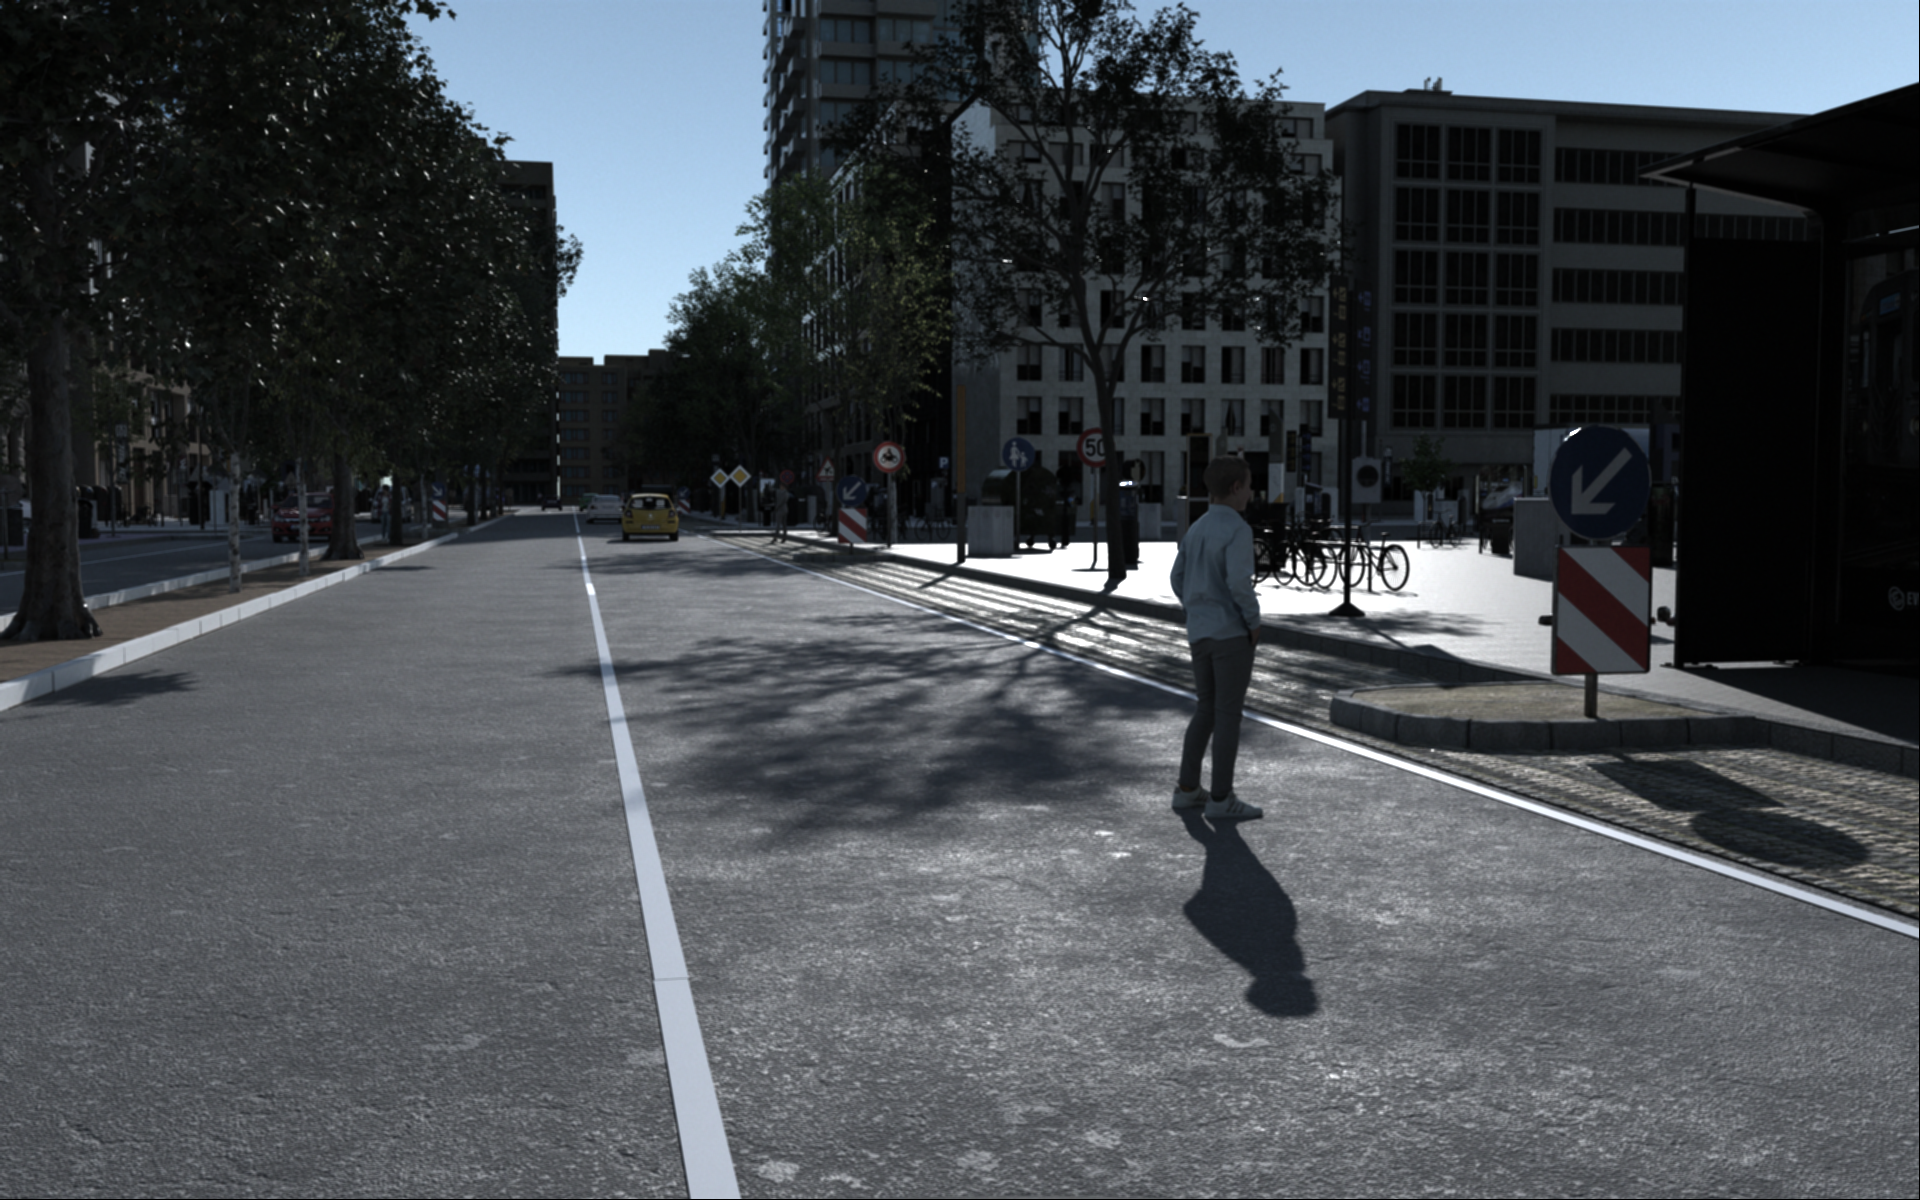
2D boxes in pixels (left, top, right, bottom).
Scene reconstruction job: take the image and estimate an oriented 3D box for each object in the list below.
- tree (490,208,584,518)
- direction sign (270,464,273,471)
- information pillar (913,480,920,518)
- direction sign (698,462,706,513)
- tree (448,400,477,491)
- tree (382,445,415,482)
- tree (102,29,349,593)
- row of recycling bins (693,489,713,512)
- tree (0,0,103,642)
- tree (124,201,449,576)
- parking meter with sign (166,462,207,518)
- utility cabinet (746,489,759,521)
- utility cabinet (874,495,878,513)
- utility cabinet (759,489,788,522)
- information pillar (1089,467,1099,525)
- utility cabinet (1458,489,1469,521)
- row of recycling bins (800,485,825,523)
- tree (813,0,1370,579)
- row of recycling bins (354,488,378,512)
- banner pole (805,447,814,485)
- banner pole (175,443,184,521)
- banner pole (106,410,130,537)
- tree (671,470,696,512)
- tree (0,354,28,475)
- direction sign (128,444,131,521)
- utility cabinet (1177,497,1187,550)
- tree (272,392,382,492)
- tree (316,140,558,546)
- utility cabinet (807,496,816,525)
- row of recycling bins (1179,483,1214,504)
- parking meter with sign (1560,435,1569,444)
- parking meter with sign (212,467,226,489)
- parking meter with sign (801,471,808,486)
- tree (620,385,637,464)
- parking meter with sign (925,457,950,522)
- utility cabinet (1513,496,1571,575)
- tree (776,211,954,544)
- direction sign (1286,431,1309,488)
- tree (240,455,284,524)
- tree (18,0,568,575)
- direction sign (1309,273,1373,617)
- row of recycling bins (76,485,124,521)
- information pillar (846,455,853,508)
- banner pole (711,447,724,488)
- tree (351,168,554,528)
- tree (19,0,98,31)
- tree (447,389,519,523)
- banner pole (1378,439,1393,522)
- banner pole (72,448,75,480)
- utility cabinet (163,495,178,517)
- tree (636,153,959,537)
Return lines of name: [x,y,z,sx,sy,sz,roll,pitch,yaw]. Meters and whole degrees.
tree: [-29.590,-15.066,104.673,12.611,20.169,13.585,0,3,0]
direction sign: [-44.843,-7.345,112.089,0.876,3.537,0.379,1,4,8]
information pillar: [-2.331,-5.445,93.510,0.304,2.012,0.304,1,4,14]
direction sign: [-17.642,-7.729,118.372,0.876,3.537,0.379,3,5,45]
tree: [-16.942,-6.228,54.655,4.737,8.622,4.395,0,3,0]
tree: [-42.642,-12.648,124.927,7.486,12.596,7.792,0,3,0]
tree: [-10.570,-4.419,25.071,4.360,8.622,3.978,0,3,0]
row of recycling bins: [-19.436,-7.536,130.324,1.069,1.692,3.534,-1,4,-15]
tree: [-9.060,-5.967,17.029,9.611,12.733,9.660,0,3,0]
tree: [-11.317,-4.700,29.659,4.737,8.622,4.395,0,3,0]
parking meter with sign: [-41.979,-5.969,93.850,1.738,3.016,0.543,-3,5,-45]
utility cabinet: [-9.625,-4.511,82.437,1.173,1.500,0.318,2,4,32]
utility cabinet: [-3.866,-4.713,88.217,1.020,1.237,0.306,0,4,-4]
utility cabinet: [-8.518,-4.333,79.525,1.173,1.500,0.318,-1,4,-18]
information pillar: [5.509,-4.868,70.946,0.183,3.616,0.504,-2,4,-28]
utility cabinet: [24.048,-4.533,82.798,0.318,1.500,1.173,0,4,4]
row of recycling bins: [-6.790,-4.348,78.211,1.069,1.692,3.534,-1,4,-13]
tree: [2.295,-5.626,26.406,8.767,10.594,7.601,-1,4,-21]
row of recycling bins: [-42.501,-7.095,123.111,3.534,1.692,1.069,1,4,13]
banner pole: [-8.066,-6.270,92.524,0.401,3.779,0.863,-3,5,-41]
banner pole: [-37.543,-5.705,83.294,0.401,3.779,0.863,-1,4,-11]
banner pole: [-25.178,-3.778,51.795,0.401,3.779,0.863,2,4,24]
tree: [-19.325,-7.803,122.186,1.663,3.219,1.824,0,3,0]
tree: [-23.781,-5.523,40.670,4.737,8.622,4.395,0,3,0]
direction sign: [-37.801,-5.309,78.795,0.379,3.537,0.876,-2,4,-30]
utility cabinet: [5.455,-1.783,40.314,0.306,1.237,1.020,3,5,42]
tree: [-34.950,-10.623,91.819,7.486,12.596,7.792,0,3,0]
tree: [-15.414,-7.284,47.303,9.928,11.665,9.643,0,3,0]
utility cabinet: [-6.207,-3.764,72.703,0.306,1.237,1.020,-1,4,-10]
row of recycling bins: [8.092,-3.089,57.617,1.069,1.692,3.534,0,4,-6]
parking meter with sign: [18.317,-3.376,51.451,0.543,3.016,1.738,2,4,34]
parking meter with sign: [-47.948,-7.066,111.795,0.543,3.016,1.738,0,4,6]
parking meter with sign: [-11.953,-8.311,132.143,0.543,3.016,1.738,0,4,1]
tree: [-9.435,-9.277,77.434,9.928,11.665,9.643,0,3,0]
parking meter with sign: [-1.079,-5.142,80.333,0.543,3.016,1.738,2,4,25]
utility cabinet: [9.317,-0.997,27.456,1.020,1.237,0.306,1,4,12]
tree: [-1.902,-5.742,44.250,4.360,8.622,3.978,0,3,0]
direction sign: [12.075,-4.269,61.790,0.876,3.537,0.379,0,4,2]
tree: [-30.197,-4.935,75.292,1.663,3.219,1.824,0,3,0]
tree: [-13.494,-7.226,37.604,9.611,12.733,9.660,0,3,0]
direction sign: [4.088,-1.602,18.195,0.379,3.537,0.876,3,5,41]
row of recycling bins: [-40.641,-4.520,81.014,1.069,1.692,3.534,1,4,15]
information pillar: [-6.627,-6.899,104.155,0.504,3.616,0.183,-3,5,-40]
banner pole: [-12.774,-6.226,91.818,0.863,3.779,0.401,0,4,1]
tree: [-20.333,-9.679,67.358,9.857,13.997,8.962,0,3,0]
tree: [-6.120,-5.669,5.523,12.009,13.543,11.850,0,3,0]
tree: [-24.102,-8.153,86.129,4.360,8.622,3.978,0,3,0]
banner pole: [19.366,-5.442,78.997,0.863,3.779,0.401,-1,4,-19]
banner pole: [-42.865,-5.693,83.095,0.401,3.779,0.863,3,4,37]
utility cabinet: [-44.956,-5.360,98.792,1.020,1.237,0.306,1,4,15]
tree: [-3.598,-7.739,52.287,9.928,11.665,9.643,0,3,0]
